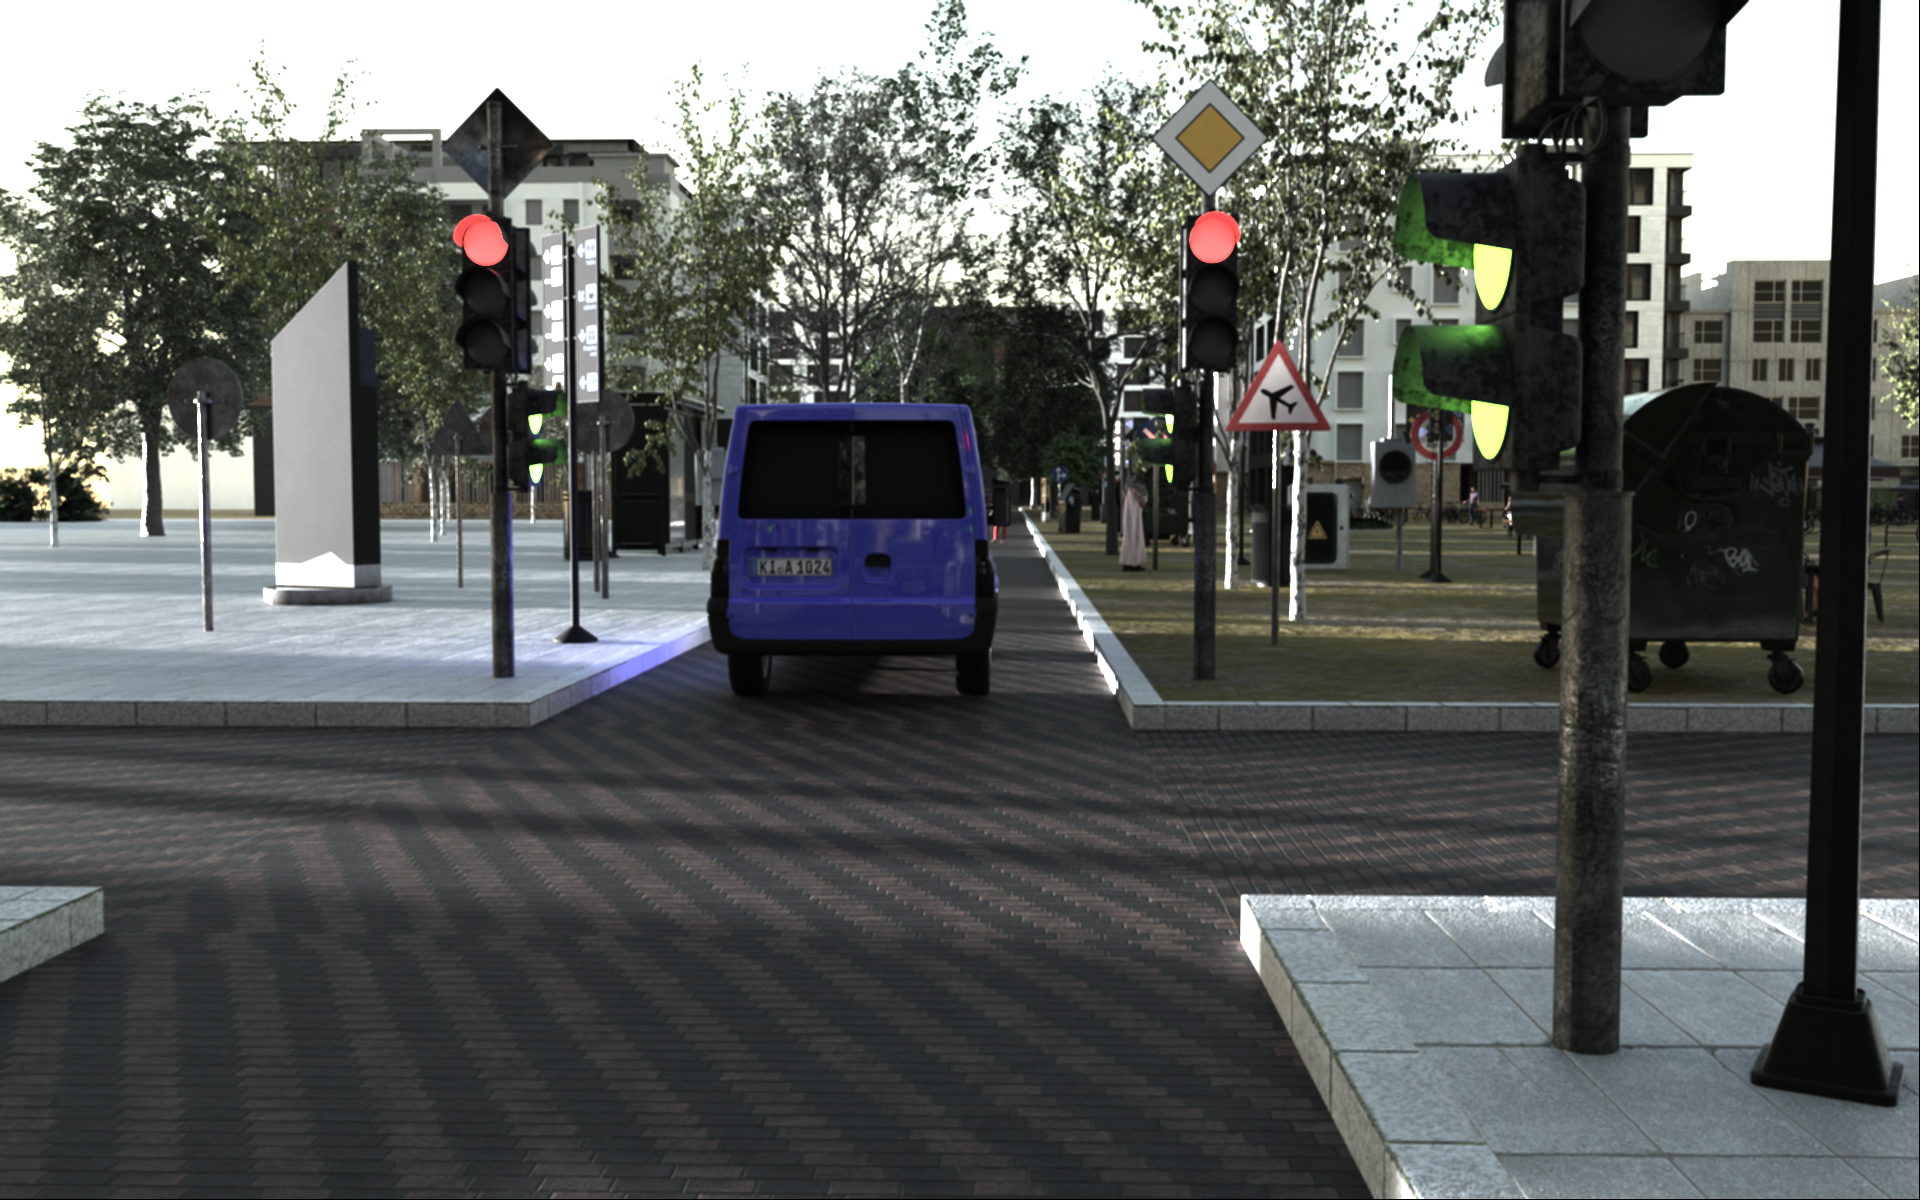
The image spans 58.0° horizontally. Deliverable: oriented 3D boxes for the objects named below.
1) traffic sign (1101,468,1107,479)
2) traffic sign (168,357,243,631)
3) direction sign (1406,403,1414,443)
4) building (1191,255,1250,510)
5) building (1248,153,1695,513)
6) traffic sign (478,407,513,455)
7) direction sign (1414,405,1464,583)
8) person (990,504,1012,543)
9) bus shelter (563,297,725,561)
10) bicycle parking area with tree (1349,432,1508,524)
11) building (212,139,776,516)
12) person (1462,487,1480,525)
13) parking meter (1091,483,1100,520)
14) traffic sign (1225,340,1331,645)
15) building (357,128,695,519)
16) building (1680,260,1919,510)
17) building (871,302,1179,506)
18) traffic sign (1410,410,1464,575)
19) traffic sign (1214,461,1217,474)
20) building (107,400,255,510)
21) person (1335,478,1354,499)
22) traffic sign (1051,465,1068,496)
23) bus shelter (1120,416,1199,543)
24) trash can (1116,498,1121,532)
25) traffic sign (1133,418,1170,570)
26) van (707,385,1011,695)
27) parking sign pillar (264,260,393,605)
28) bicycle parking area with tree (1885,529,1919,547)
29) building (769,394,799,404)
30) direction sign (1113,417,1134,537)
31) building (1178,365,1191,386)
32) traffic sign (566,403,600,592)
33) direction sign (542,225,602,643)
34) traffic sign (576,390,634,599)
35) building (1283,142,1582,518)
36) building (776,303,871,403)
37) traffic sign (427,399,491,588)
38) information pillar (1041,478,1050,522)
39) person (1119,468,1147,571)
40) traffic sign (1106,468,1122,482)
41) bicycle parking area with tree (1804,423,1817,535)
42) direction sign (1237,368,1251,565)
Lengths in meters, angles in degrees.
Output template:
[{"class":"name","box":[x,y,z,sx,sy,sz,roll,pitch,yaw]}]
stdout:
[{"class":"traffic sign","box":[7.226,-5.133,84.032,0.768,2.556,0.104,1,4,9]},{"class":"traffic sign","box":[-7.057,-0.984,16.188,0.768,2.556,0.104,1,4,10]},{"class":"direction sign","box":[7.220,-2.102,26.369,0.876,3.537,0.379,2,4,32]},{"class":"building","box":[27.908,-17.524,142.932,16.016,20.091,11.380,0,4,2]},{"class":"building","box":[33.858,-16.919,120.607,27.936,21.610,32.646,0,4,2]},{"class":"traffic sign","box":[-6.400,-1.482,24.335,0.768,2.556,0.104,0,4,7]},{"class":"direction sign","box":[6.978,-2.028,25.154,0.379,3.537,0.876,3,4,36]},{"class":"person","box":[1.212,-2.497,51.026,0.593,1.614,0.444,3,5,44]},{"class":"bus shelter","box":[-6.869,-3.649,37.297,2.179,5.291,8.768,0,4,2]},{"class":"bicycle parking area with tree","box":[22.363,-5.551,77.760,9.016,4.147,8.231,-2,4,-27]},{"class":"building","box":[-28.765,-16.670,116.529,27.936,21.610,32.646,0,4,2]},{"class":"person","box":[21.264,-3.900,71.759,0.435,1.587,0.963,-2,4,-30]},{"class":"parking meter","box":[6.649,-4.844,84.913,0.399,1.863,0.255,-2,4,-30]},{"class":"traffic sign","box":[2.686,-0.898,14.692,0.884,2.594,0.081,0,4,2]},{"class":"building","box":[-22.767,-14.556,94.415,16.016,20.091,11.380,0,4,2]},{"class":"building","box":[66.913,-16.682,139.203,31.486,18.905,16.747,0,4,2]},{"class":"building","box":[7.524,-21.701,198.778,32.646,21.610,27.936,0,4,2]},{"class":"traffic sign","box":[7.111,-1.577,25.889,0.768,2.556,0.104,1,4,11]},{"class":"traffic sign","box":[8.197,-3.540,57.980,0.768,2.556,0.104,0,4,3]},{"class":"building","box":[-56.265,-12.521,146.863,28.070,9.664,9.099,0,4,2]},{"class":"person","box":[10.763,-2.594,49.180,0.841,1.734,0.376,1,4,12]},{"class":"traffic sign","box":[4.427,-4.695,76.876,0.768,2.556,0.104,1,4,10]},{"class":"bus shelter","box":[5.442,-3.193,46.127,2.014,3.302,5.546,0,4,2]},{"class":"trash can","box":[5.362,-2.875,58.667,0.748,1.137,0.748,0,3,0]},{"class":"traffic sign","box":[3.310,-1.783,29.261,0.768,2.556,0.104,1,4,11]},{"class":"van","box":[-0.682,-0.589,14.009,2.240,2.365,5.245,0,4,1]},{"class":"parking sign pillar","box":[-7.523,-1.961,20.532,1.447,3.967,1.447,2,4,28]},{"class":"bicycle parking area with tree","box":[26.969,-3.278,40.602,8.231,4.147,9.016,-1,4,-14]},{"class":"building","box":[-28.154,-12.499,146.501,28.070,9.664,9.099,0,4,2]},{"class":"direction sign","box":[4.817,-3.625,51.267,0.379,3.537,0.876,-3,5,-39]},{"class":"building","box":[29.338,-20.514,191.815,11.380,20.091,16.016,0,4,2]},{"class":"traffic sign","box":[-4.771,-1.380,22.671,0.768,2.556,0.104,0,4,3]},{"class":"direction sign","box":[-3.344,-1.405,14.961,0.379,3.537,0.876,-3,5,-44]},{"class":"traffic sign","box":[-4.355,-1.290,21.191,0.768,2.556,0.104,1,4,10]},{"class":"building","box":[26.885,-14.829,98.880,16.016,20.091,11.380,0,4,2]},{"class":"building","box":[-25.542,-21.759,199.727,32.646,21.610,27.936,0,4,2]},{"class":"traffic sign","box":[-6.854,-1.449,23.688,0.884,2.594,0.081,0,4,5]},{"class":"information pillar","box":[3.915,-4.568,79.183,0.304,2.012,0.304,-3,4,-37]},{"class":"person","box":[2.911,-1.347,28.739,0.621,1.740,0.551,-2,4,-28]},{"class":"traffic sign","box":[6.662,-4.557,74.608,0.768,2.556,0.104,1,4,9]},{"class":"bicycle parking area with tree","box":[24.743,-4.357,58.244,9.016,4.147,8.231,3,5,42]},{"class":"direction sign","box":[5.111,-2.408,31.363,0.379,3.537,0.876,0,4,5]}]
